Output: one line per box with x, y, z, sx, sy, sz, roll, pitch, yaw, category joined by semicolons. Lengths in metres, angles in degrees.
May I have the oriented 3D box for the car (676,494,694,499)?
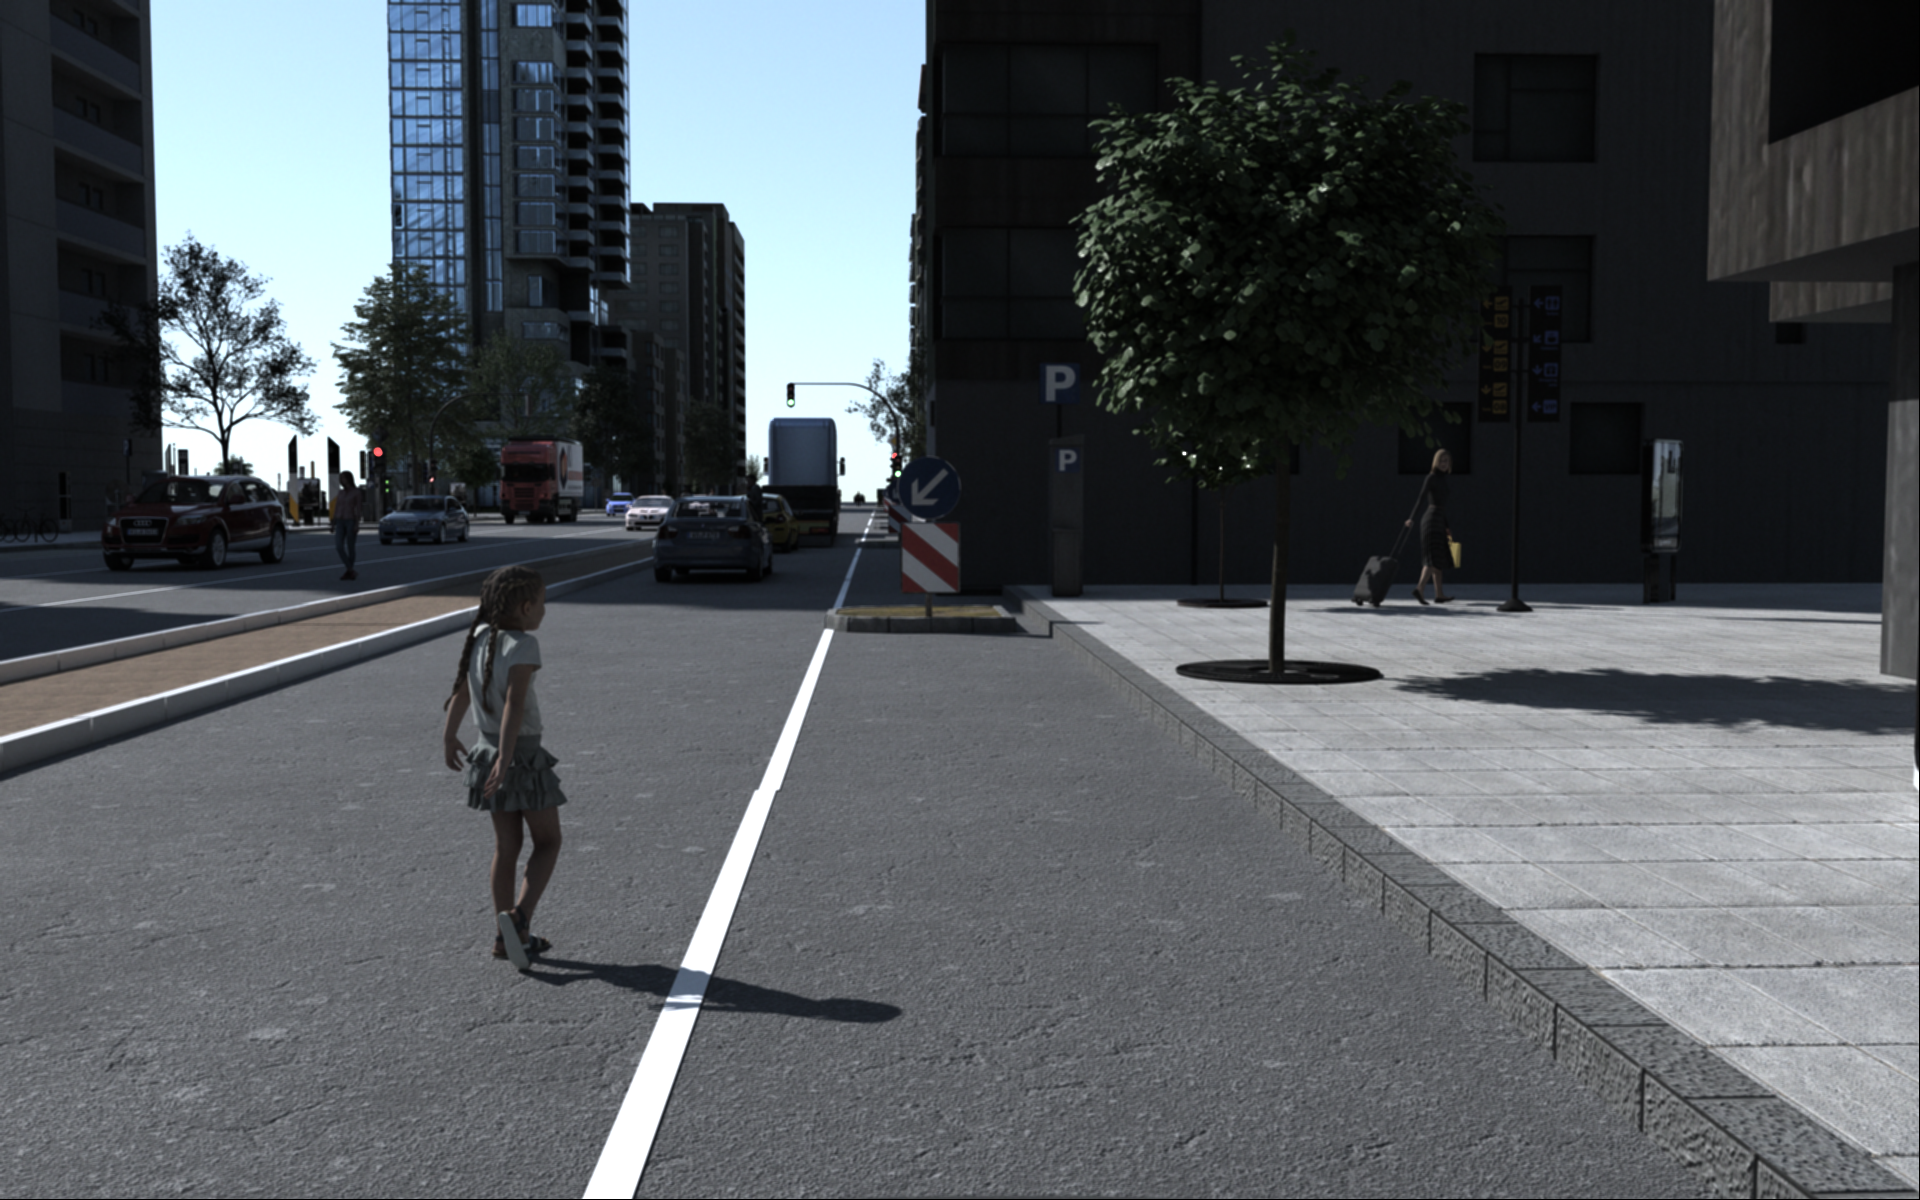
-24.913;-8.931;158.027;2.014;1.417;4.499;0;4;-1;car

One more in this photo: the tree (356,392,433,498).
-38.443;-10.182;116.839;4.360;8.622;3.978;0;3;0;tree

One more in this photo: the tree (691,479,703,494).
-32.660;-13.429;214.164;1.663;3.219;1.824;0;3;0;tree

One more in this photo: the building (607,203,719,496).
-41.800;-34.256;243.674;14.154;41.232;14.086;0;4;-3;building

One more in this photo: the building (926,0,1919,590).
6.354;-15.833;30.573;14.160;30.474;14.107;0;4;-3;building

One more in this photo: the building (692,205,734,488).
-43.080;-38.020;271.736;14.600;45.320;14.200;0;4;-3;building

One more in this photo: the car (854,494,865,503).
-16.101;-16.371;277.453;2.009;1.686;4.222;0;4;-2;car

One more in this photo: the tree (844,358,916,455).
-9.257;-23.565;241.176;12.611;20.169;13.585;0;3;0;tree

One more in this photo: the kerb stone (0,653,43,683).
-7.314;0.534;13.467;0.120;0.150;1.000;0;4;-3;kerb stone

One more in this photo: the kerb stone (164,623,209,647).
-7.449;0.346;16.532;0.120;0.150;1.000;0;4;-3;kerb stone

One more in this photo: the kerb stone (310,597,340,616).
-7.634;0.096;20.625;0.120;0.150;1.000;0;4;-3;kerb stone

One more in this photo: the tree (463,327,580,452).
-27.574;-11.215;109.128;9.928;11.665;9.643;0;3;0;tree

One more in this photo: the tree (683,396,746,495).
-32.971;-19.464;224.883;9.857;13.997;8.962;0;3;0;tree

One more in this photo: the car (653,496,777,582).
-4.170;-1.075;29.584;2.014;1.417;4.499;0;4;-3;car

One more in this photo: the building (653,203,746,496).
-47.425;-40.741;289.824;21.300;48.544;21.600;0;4;-3;building

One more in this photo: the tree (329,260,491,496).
-27.181;-10.196;84.824;7.486;12.596;7.792;0;3;0;tree

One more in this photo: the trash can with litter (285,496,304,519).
-33.614;-4.665;87.663;1.055;1.170;0.624;0;4;2;trash can with litter

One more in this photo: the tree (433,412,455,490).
-40.194;-11.015;130.461;4.360;8.622;3.978;0;3;0;tree

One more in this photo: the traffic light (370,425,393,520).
-23.412;-4.962;70.045;0.839;4.253;0.868;0;4;-3;traffic light

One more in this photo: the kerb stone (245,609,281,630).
-7.545;0.221;18.582;0.120;0.150;1.000;0;4;-3;kerb stone

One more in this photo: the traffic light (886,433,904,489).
-2.939;-5.509;78.990;0.839;4.253;0.868;0;4;-3;traffic light

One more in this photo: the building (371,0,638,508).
-42.747;-52.196;166.068;22.319;86.520;31.000;0;4;-3;building

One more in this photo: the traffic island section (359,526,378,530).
-23.453;-2.930;70.178;2.009;0.180;2.903;0;4;-3;traffic island section

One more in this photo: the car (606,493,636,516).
-22.112;-6.345;113.330;1.945;1.707;3.694;0;4;-4;car

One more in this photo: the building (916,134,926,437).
1.938;-31.462;198.005;14.154;41.232;14.086;0;4;-3;building

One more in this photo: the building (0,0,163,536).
-44.004;-31.617;58.930;28.212;58.520;21.231;0;4;-3;building

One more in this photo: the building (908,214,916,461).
2.403;-41.481;297.827;23.786;49.044;30.456;0;4;-3;building

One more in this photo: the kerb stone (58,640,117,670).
-7.354;0.472;14.489;0.120;0.150;1.000;0;4;-3;kerb stone

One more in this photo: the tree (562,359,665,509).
-29.962;-14.066;146.981;9.611;12.733;9.660;0;3;0;tree

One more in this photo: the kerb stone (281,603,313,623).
-7.584;0.165;19.604;0.120;0.150;1.000;0;4;-3;kerb stone

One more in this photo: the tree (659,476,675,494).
-30.896;-11.494;182.525;1.663;3.219;1.824;0;3;0;tree

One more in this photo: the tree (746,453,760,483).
-37.215;-21.732;305.682;4.737;8.622;4.395;0;3;0;tree

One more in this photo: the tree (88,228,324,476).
-26.250;-7.773;61.499;7.601;10.594;8.767;0;4;2;tree

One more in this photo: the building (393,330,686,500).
-47.018;-21.608;198.325;27.650;21.520;28.899;0;4;-3;building

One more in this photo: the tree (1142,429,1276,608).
2.881;-1.544;19.838;1.663;3.219;1.824;0;3;0;tree

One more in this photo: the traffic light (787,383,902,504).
-4.659;-5.878;70.776;4.771;5.953;1.251;0;4;-3;traffic light

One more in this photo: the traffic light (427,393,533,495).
-21.692;-6.329;78.152;4.771;5.953;1.251;0;4;-3;traffic light

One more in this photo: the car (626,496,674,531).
-12.226;-3.475;69.184;2.083;1.381;4.827;0;4;-4;car

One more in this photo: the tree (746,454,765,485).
-36.998;-22.119;312.011;4.360;8.622;3.978;0;3;0;tree

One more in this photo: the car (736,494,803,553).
-4.967;-2.020;43.258;2.015;1.641;3.980;0;4;-1;car

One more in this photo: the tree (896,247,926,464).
1.079;-5.530;40.777;4.737;8.622;4.395;0;3;0;tree

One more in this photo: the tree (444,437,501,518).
-26.797;-6.826;95.320;4.285;4.588;4.351;0;3;0;tree

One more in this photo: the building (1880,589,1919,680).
12.016;-14.498;8.742;14.160;30.474;14.107;0;4;-3;building

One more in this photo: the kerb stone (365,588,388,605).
-7.726;-0.029;22.670;0.120;0.150;1.000;0;4;-3;kerb stone

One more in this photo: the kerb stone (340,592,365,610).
-7.677;0.033;21.649;0.120;0.150;1.000;0;4;-3;kerb stone

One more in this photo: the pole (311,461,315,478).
-39.871;-6.905;106.741;0.158;3.312;0.155;0;3;0;pole

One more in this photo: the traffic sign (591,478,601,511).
-28.039;-8.150;133.364;0.768;2.556;0.104;0;4;3;traffic sign

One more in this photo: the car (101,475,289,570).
-15.040;-1.565;34.261;2.281;1.827;5.304;0;4;-2;car

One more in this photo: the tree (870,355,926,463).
-1.166;-10.605;107.798;8.767;10.594;7.601;-1;4;-13;tree

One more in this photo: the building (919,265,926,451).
10.804;-18.075;140.573;27.650;21.520;28.899;0;4;-3;building

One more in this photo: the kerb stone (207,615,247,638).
-7.500;0.289;17.561;0.120;0.150;1.000;0;4;-3;kerb stone

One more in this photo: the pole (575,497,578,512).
-27.744;-8.036;125.223;0.158;3.312;0.155;0;3;0;pole

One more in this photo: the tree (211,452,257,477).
-57.317;-9.366;136.855;4.285;4.588;4.351;0;3;0;tree

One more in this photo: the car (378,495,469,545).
-15.596;-2.361;50.613;2.014;1.417;4.499;0;4;-2;car

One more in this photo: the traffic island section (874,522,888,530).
-2.533;-2.988;71.129;2.009;0.180;2.903;0;4;-3;traffic island section

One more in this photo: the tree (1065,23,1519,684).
2.226;-1.740;12.163;4.285;4.588;4.351;0;3;0;tree

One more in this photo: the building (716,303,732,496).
-41.780;-29.750;258.106;14.160;30.474;14.107;0;4;-3;building

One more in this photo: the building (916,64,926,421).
6.771;-31.912;176.380;22.147;44.769;28.867;0;4;-3;building

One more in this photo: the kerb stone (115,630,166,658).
-7.402;0.409;15.510;0.120;0.150;1.000;0;4;-3;kerb stone
